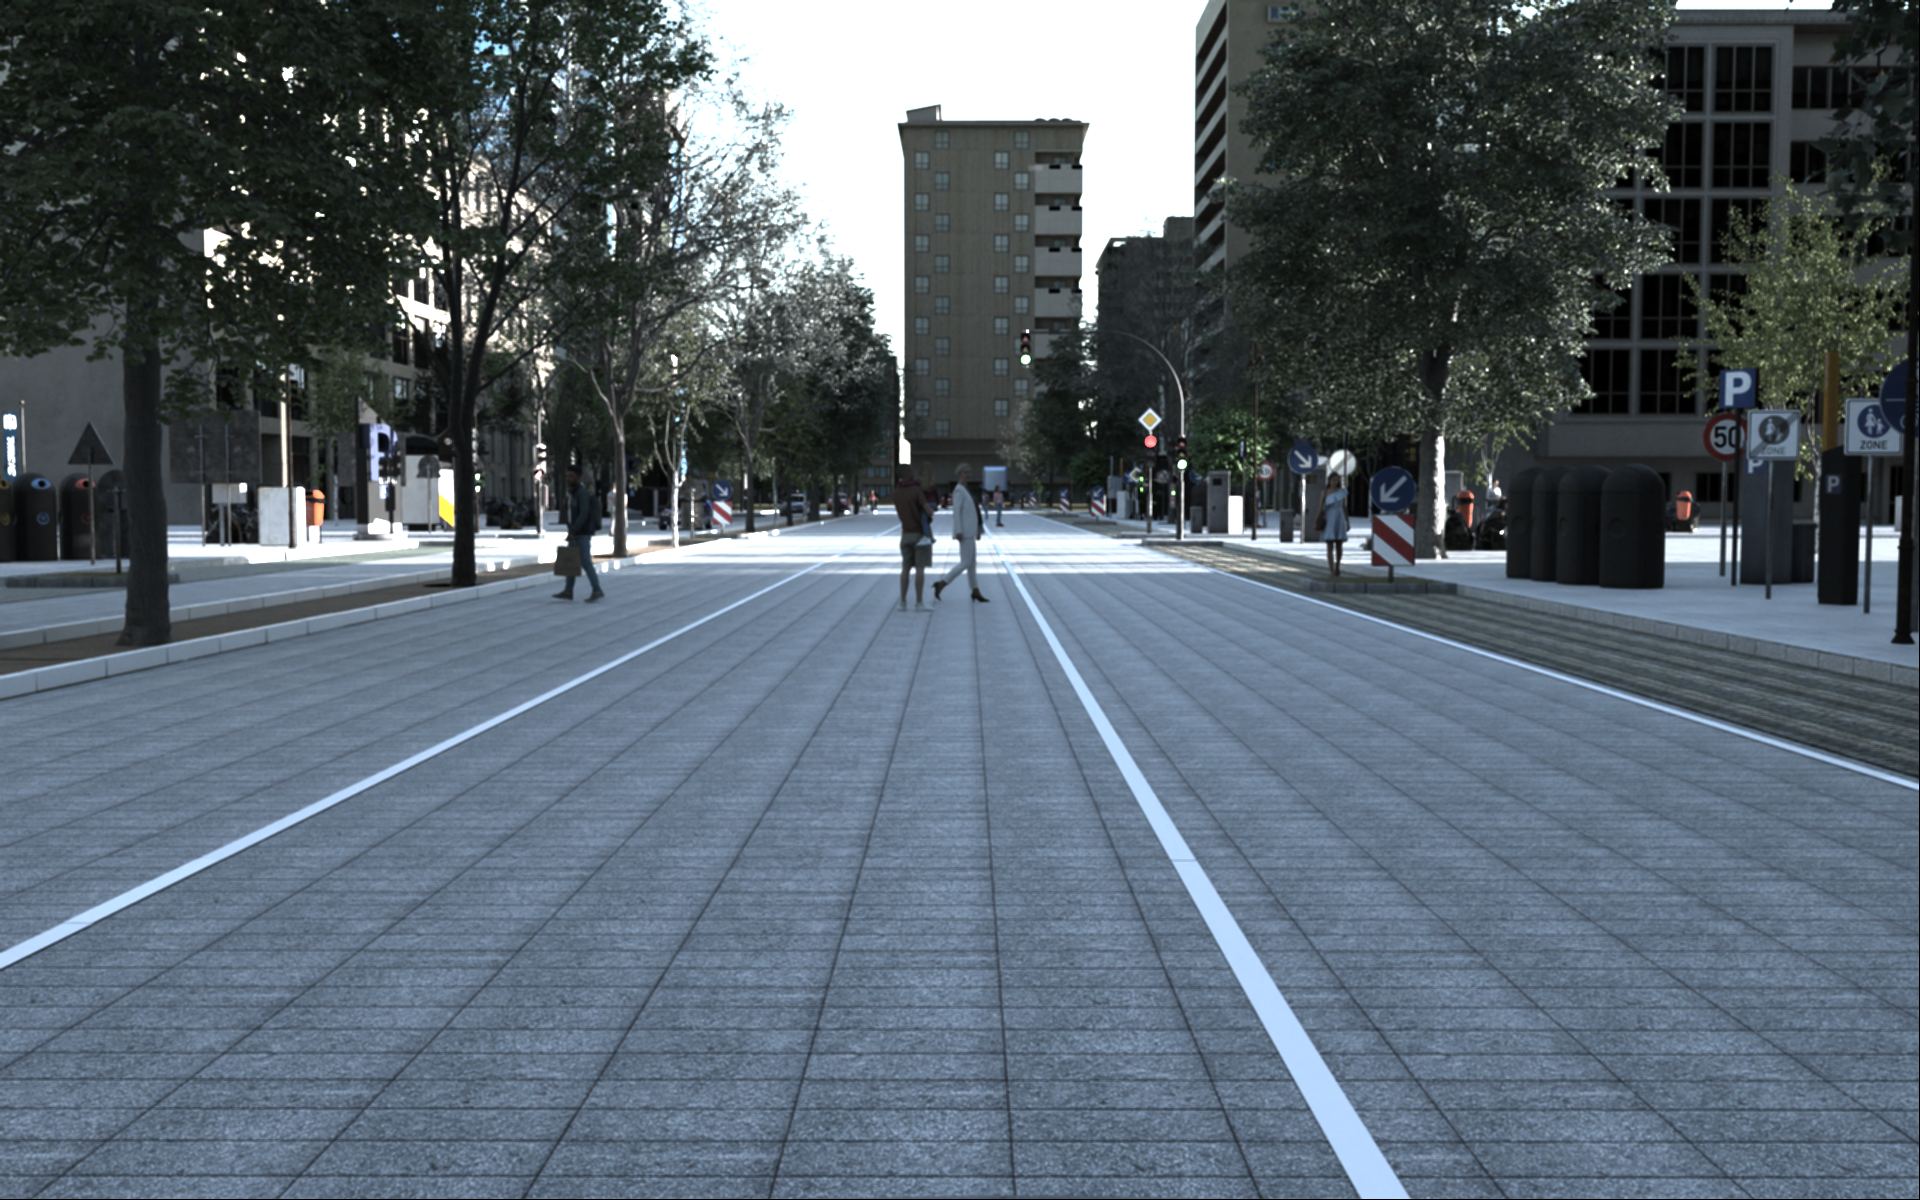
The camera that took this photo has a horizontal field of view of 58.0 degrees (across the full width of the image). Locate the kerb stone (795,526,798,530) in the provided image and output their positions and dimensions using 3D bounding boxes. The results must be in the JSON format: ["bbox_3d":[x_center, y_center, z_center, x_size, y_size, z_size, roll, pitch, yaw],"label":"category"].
[{"bbox_3d":[-6.562,-2.792,67.847,0.120,0.150,1.000,0,4,0],"label":"kerb stone"}]

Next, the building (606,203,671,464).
[{"bbox_3d":[-36.624,-24.381,170.333,14.160,30.474,14.107,0,4,0],"label":"building"}]

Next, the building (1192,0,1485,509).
[{"bbox_3d":[32.664,-32.392,153.312,21.300,48.544,21.600,0,4,0],"label":"building"}]

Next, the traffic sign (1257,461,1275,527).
[{"bbox_3d":[11.875,-4.122,67.506,0.768,2.556,0.104,0,4,1],"label":"traffic sign"}]

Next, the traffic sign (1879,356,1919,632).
[{"bbox_3d":[8.883,-0.975,16.049,0.768,2.556,0.104,1,4,10],"label":"traffic sign"}]

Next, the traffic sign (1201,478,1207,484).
[{"bbox_3d":[11.456,-4.964,81.263,0.768,2.556,0.104,0,4,1],"label":"traffic sign"}]

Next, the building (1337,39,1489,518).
[{"bbox_3d":[28.123,-16.091,92.771,12.332,23.373,15.834,0,4,0],"label":"building"}]

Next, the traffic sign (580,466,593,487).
[{"bbox_3d":[-17.384,-4.901,80.128,0.884,2.594,0.081,1,4,10],"label":"traffic sign"}]

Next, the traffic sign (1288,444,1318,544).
[{"bbox_3d":[8.788,-2.710,44.418,0.768,2.556,0.104,1,4,9],"label":"traffic sign"}]

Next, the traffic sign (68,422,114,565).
[{"bbox_3d":[-15.679,-1.911,31.246,0.884,2.594,0.081,0,4,6],"label":"traffic sign"}]

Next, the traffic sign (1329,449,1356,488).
[{"bbox_3d":[10.874,-3.010,49.312,0.768,2.556,0.104,0,4,5],"label":"traffic sign"}]

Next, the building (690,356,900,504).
[{"bbox_3d":[-23.345,-24.326,242.764,28.899,21.520,27.650,0,4,0],"label":"building"}]

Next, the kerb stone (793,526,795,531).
[{"bbox_3d":[-6.561,-2.729,66.824,0.120,0.150,1.000,0,4,0],"label":"kerb stone"}]

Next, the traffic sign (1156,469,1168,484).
[{"bbox_3d":[10.541,-5.550,90.746,0.884,2.594,0.081,0,4,5],"label":"traffic sign"}]

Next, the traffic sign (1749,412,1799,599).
[{"bbox_3d":[9.889,-1.162,21.124,0.606,2.300,0.079,0,4,6],"label":"traffic sign"}]

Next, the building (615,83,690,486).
[{"bbox_3d":[-37.372,-32.798,186.353,14.200,45.320,14.600,0,4,0],"label":"building"}]

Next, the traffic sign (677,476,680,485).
[{"bbox_3d":[-19.077,-7.079,115.852,0.768,2.556,0.104,0,4,7],"label":"traffic sign"}]

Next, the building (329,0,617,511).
[{"bbox_3d":[-40.943,-50.975,146.114,22.319,86.520,31.000,0,4,0],"label":"building"}]

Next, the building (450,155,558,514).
[{"bbox_3d":[-36.201,-19.604,117.794,12.463,27.353,25.104,0,4,0],"label":"building"}]

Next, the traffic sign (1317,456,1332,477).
[{"bbox_3d":[12.076,-3.535,57.896,0.768,2.556,0.104,0,4,1],"label":"traffic sign"}]

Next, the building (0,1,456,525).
[{"bbox_3d":[-40.161,-17.284,87.107,19.350,26.468,34.151,0,4,0],"label":"building"}]

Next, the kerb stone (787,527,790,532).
[{"bbox_3d":[-6.567,-2.602,64.779,0.120,0.150,1.000,0,4,0],"label":"kerb stone"}]

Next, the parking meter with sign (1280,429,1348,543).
[{"bbox_3d":[9.385,-3.040,45.971,1.738,3.016,0.543,1,4,10],"label":"parking meter with sign"}]

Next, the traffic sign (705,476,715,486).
[{"bbox_3d":[-17.865,-7.542,123.425,0.768,2.556,0.104,0,4,6],"label":"traffic sign"}]

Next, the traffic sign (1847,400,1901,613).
[{"bbox_3d":[9.769,-1.007,18.591,0.606,2.300,0.079,0,4,1],"label":"traffic sign"}]

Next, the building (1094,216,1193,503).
[{"bbox_3d":[31.693,-33.826,244.930,23.993,40.220,32.217,0,4,0],"label":"building"}]

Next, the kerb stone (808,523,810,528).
[{"bbox_3d":[-6.545,-3.105,72.968,0.120,0.150,1.000,0,4,0],"label":"kerb stone"}]

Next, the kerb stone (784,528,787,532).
[{"bbox_3d":[-6.565,-2.542,63.752,0.120,0.150,1.000,0,4,0],"label":"kerb stone"}]

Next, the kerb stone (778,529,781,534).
[{"bbox_3d":[-6.575,-2.416,61.701,0.120,0.150,1.000,0,4,0],"label":"kerb stone"}]

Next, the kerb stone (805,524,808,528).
[{"bbox_3d":[-6.539,-3.043,71.945,0.120,0.150,1.000,0,4,0],"label":"kerb stone"}]

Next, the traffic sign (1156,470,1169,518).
[{"bbox_3d":[10.748,-5.596,91.595,0.768,2.556,0.104,0,4,4],"label":"traffic sign"}]

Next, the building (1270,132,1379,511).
[{"bbox_3d":[30.813,-17.273,115.704,16.112,22.955,30.059,0,4,0],"label":"building"}]

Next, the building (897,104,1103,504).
[{"bbox_3d":[5.531,-39.946,242.349,27.495,52.752,28.713,0,4,0],"label":"building"}]

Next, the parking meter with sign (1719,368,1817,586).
[{"bbox_3d":[11.539,-1.737,24.656,1.738,3.016,0.543,-2,4,-34],"label":"parking meter with sign"}]

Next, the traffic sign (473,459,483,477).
[{"bbox_3d":[-16.664,-3.613,59.175,0.768,2.556,0.104,0,4,4],"label":"traffic sign"}]

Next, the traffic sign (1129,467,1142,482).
[{"bbox_3d":[8.483,-5.095,83.042,0.795,2.593,0.064,0,4,4],"label":"traffic sign"}]

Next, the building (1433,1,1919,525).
[{"bbox_3d":[37.673,-15.736,76.357,30.058,24.678,14.314,0,4,0],"label":"building"}]

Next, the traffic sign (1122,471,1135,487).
[{"bbox_3d":[9.211,-5.762,94.319,0.768,2.556,0.104,1,4,9],"label":"traffic sign"}]

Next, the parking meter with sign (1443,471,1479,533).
[{"bbox_3d":[16.030,-3.688,56.552,1.738,3.016,0.543,0,4,-3],"label":"parking meter with sign"}]

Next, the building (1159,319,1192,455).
[{"bbox_3d":[36.005,-20.446,179.329,27.650,21.520,28.899,0,4,0],"label":"building"}]

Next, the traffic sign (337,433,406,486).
[{"bbox_3d":[-19.499,-3.887,57.426,2.265,3.308,0.079,0,4,2],"label":"traffic sign"}]

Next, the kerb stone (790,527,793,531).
[{"bbox_3d":[-6.560,-2.667,65.802,0.120,0.150,1.000,0,4,0],"label":"kerb stone"}]

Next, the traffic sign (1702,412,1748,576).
[{"bbox_3d":[11.943,-1.648,27.052,0.768,2.556,0.104,0,4,1],"label":"traffic sign"}]

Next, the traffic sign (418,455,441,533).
[{"bbox_3d":[-17.300,-3.447,56.460,0.768,2.556,0.104,1,4,9],"label":"traffic sign"}]

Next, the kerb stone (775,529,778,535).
[{"bbox_3d":[-6.572,-2.353,60.664,0.120,0.150,1.000,0,4,0],"label":"kerb stone"}]

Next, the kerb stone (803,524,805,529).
[{"bbox_3d":[-6.538,-2.978,70.923,0.120,0.150,1.000,0,4,0],"label":"kerb stone"}]

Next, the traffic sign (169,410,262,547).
[{"bbox_3d":[-18.052,-2.942,41.981,2.265,3.308,0.079,0,4,4],"label":"traffic sign"}]

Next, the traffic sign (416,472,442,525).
[{"bbox_3d":[-17.476,-3.486,56.995,0.884,2.594,0.081,0,4,8],"label":"traffic sign"}]

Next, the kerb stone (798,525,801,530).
[{"bbox_3d":[-6.549,-2.855,68.879,0.120,0.150,1.000,0,4,0],"label":"kerb stone"}]

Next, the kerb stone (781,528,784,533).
[{"bbox_3d":[-6.577,-2.479,62.724,0.120,0.150,1.000,0,4,0],"label":"kerb stone"}]

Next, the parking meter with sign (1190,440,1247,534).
[{"bbox_3d":[8.397,-3.677,56.387,1.738,3.016,0.543,0,4,-1],"label":"parking meter with sign"}]

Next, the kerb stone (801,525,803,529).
[{"bbox_3d":[-6.545,-2.918,69.901,0.120,0.150,1.000,0,4,0],"label":"kerb stone"}]

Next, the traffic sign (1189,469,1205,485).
[{"bbox_3d":[11.060,-4.928,80.677,0.768,2.556,0.104,0,4,4],"label":"traffic sign"}]
